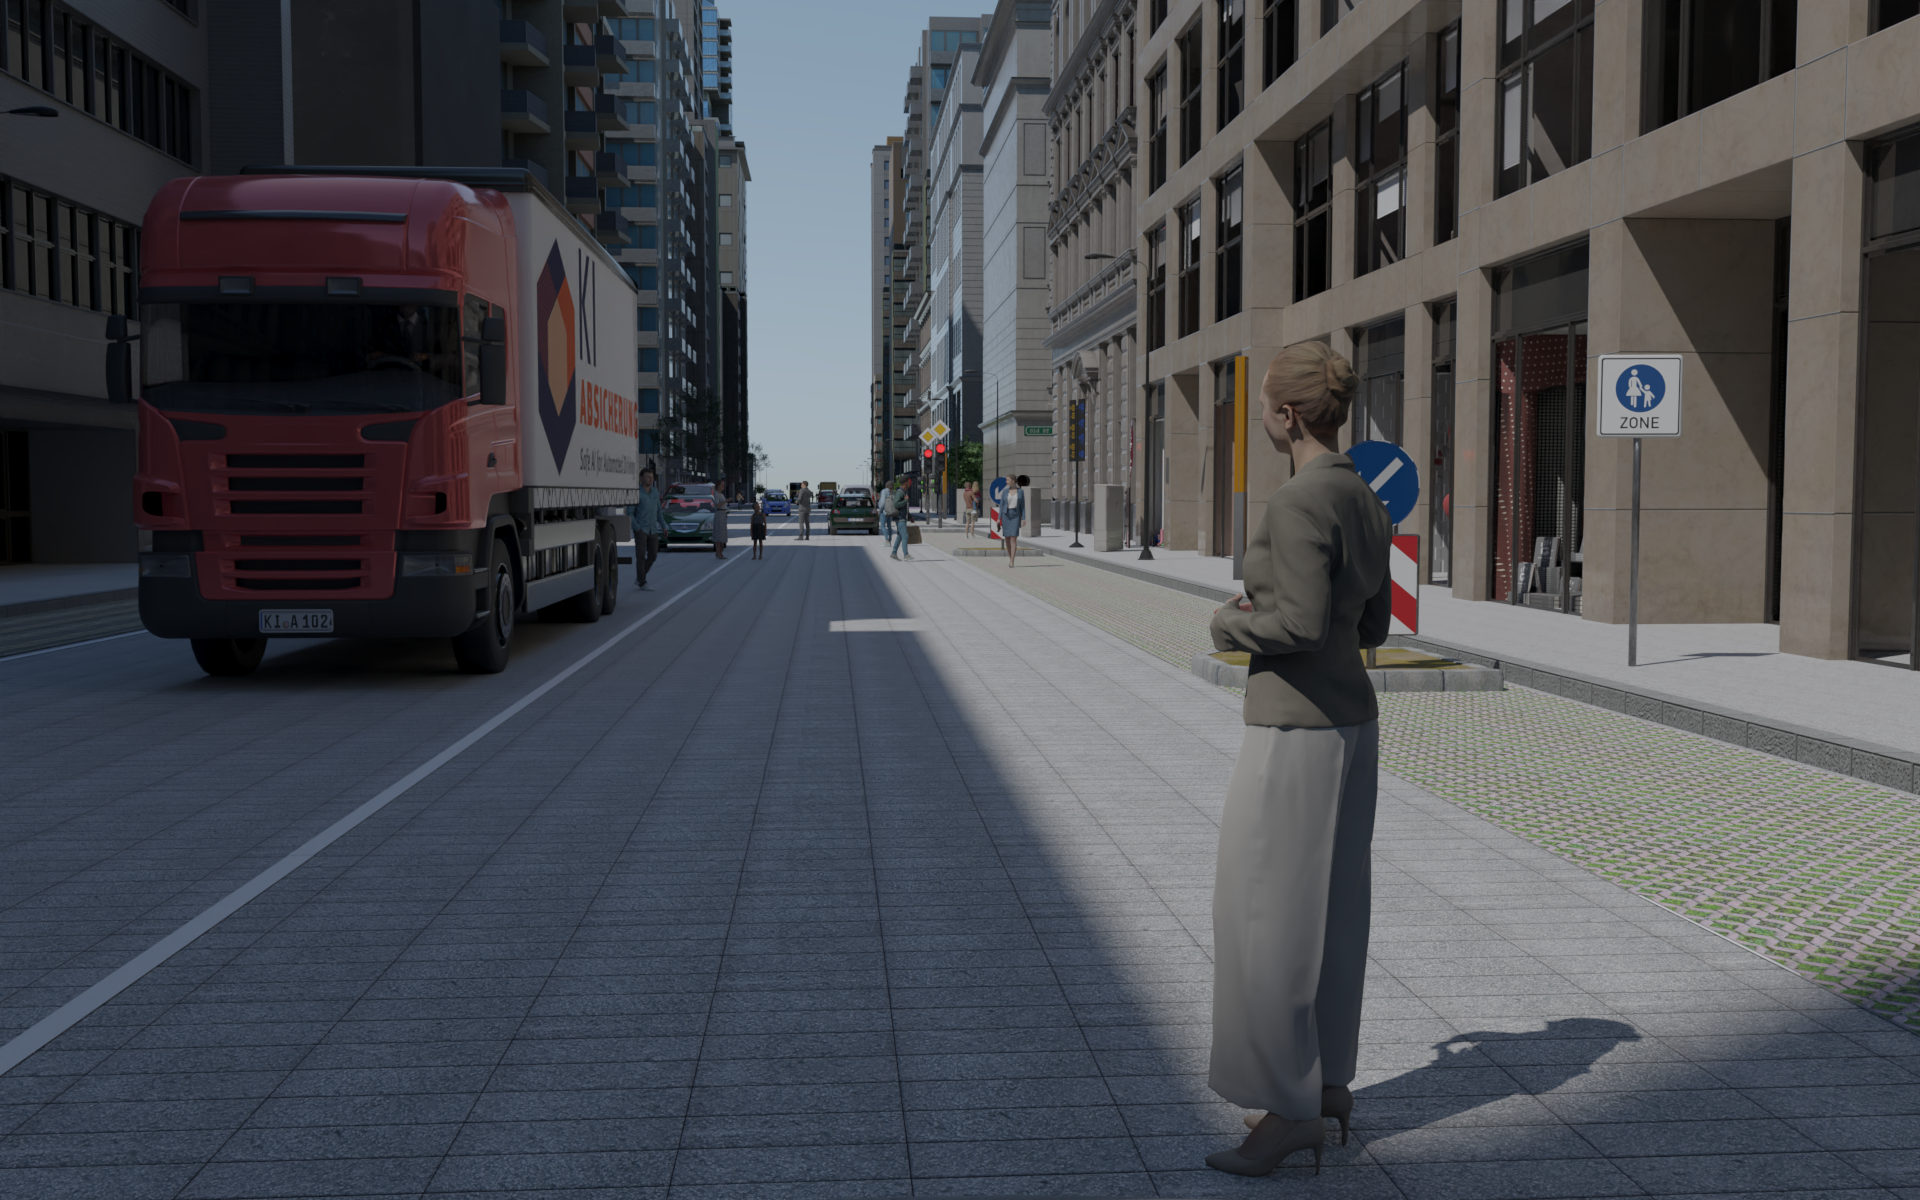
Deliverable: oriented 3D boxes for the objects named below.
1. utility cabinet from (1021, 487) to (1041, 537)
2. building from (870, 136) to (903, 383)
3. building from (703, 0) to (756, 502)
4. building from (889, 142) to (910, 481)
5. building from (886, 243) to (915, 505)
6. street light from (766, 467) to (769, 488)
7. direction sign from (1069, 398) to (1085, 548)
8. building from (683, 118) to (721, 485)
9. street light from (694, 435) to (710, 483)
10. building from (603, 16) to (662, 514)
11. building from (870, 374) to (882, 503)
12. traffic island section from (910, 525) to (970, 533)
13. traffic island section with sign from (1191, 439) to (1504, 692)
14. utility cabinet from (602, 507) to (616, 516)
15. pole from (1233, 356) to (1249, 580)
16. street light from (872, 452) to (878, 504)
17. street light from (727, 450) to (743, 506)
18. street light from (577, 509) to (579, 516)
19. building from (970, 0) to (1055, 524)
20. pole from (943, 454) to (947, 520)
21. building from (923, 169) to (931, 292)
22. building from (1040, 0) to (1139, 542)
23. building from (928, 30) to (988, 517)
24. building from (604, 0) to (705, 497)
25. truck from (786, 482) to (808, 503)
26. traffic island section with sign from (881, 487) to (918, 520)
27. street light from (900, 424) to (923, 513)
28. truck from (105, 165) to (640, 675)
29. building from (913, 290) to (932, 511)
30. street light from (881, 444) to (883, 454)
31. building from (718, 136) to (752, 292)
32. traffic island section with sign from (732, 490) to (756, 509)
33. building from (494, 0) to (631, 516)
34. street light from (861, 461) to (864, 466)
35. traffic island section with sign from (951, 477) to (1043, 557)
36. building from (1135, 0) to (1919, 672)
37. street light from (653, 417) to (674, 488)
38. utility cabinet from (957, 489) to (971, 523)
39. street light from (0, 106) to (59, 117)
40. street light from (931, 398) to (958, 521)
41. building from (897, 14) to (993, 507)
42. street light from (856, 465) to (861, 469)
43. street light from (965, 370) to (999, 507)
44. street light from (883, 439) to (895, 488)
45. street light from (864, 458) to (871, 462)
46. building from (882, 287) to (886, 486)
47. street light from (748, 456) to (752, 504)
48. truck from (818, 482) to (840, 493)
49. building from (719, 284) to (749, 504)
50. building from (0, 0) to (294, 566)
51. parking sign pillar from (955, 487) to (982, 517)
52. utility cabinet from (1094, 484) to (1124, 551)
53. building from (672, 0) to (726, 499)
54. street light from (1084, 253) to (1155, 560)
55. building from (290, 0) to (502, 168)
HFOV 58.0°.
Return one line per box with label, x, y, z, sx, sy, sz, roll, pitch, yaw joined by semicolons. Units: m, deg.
utility cabinet;2.134;-2.623;51.557;0.318;1.500;1.173;1;4;18
building;-4.397;-45.852;291.678;21.231;58.520;28.212;0;4;-4
building;-44.934;-59.509;285.635;22.319;86.520;31.000;0;4;-4
building;-1.648;-34.600;215.827;14.600;45.320;14.200;0;4;-4
building;-0.964;-26.267;201.171;14.160;30.474;14.107;0;4;-4
street light;-32.242;-19.637;293.601;1.470;5.913;1.316;0;4;-4
direction sign;2.802;-3.027;41.486;0.379;3.537;0.876;-1;4;-20
building;-32.926;-30.567;183.372;14.154;41.232;14.086;0;4;-4
street light;-20.211;-9.972;135.583;1.470;5.913;1.316;0;4;-4
building;-37.393;-26.096;118.551;32.217;40.220;23.993;0;4;-4
building;0.519;-25.661;264.596;27.650;21.520;28.899;0;4;-4
traffic island section;-0.721;-2.609;64.931;2.009;0.180;2.903;0;4;-4
traffic island section with sign;2.860;-0.290;13.363;1.989;1.847;2.006;0;4;-4
utility cabinet;-16.237;-4.217;80.110;0.306;1.237;1.020;1;4;10
pole;4.178;-1.952;25.753;0.158;3.312;0.155;0;3;0
street light;-8.923;-13.471;192.789;1.470;5.913;1.316;0;4;-4
street light;-23.554;-12.696;180.115;1.470;5.913;1.316;0;4;-4
street light;-15.475;-6.113;72.487;1.470;5.913;1.316;0;4;-4
building;23.161;-18.747;82.927;44.131;29.872;17.030;0;4;-4
pole;-0.766;-5.717;87.310;0.158;3.312;0.155;0;3;0
building;3.597;-23.560;156.909;14.160;30.474;14.107;0;4;-4
building;8.817;-13.784;54.252;11.050;23.489;19.941;0;4;-4
building;4.358;-20.500;112.674;11.434;29.767;29.804;0;4;-4
building;-36.330;-33.065;160.227;23.786;49.044;30.456;0;4;-4
truck;-26.786;-17.722;285.669;3.469;3.379;9.791;0;4;-4
traffic island section with sign;-3.368;-5.315;95.531;1.989;1.847;2.006;0;4;-4
street light;-3.128;-8.753;115.650;1.470;5.913;1.316;0;4;-4
truck;-5.052;-1.726;17.141;2.839;4.237;11.283;0;4;-4
building;1.966;-16.725;138.075;10.561;19.102;19.286;0;4;-4
street light;-6.652;-11.519;160.882;1.470;5.913;1.316;0;4;-4
building;-45.716;-40.862;257.330;28.713;52.752;27.495;0;4;-4
traffic island section with sign;-21.424;-9.911;170.673;1.989;1.847;2.006;0;4;-4
building;-28.184;-26.301;84.644;22.147;44.769;28.867;0;4;-4
street light;-12.892;-16.590;243.779;1.470;5.913;1.316;0;4;-4
traffic island section with sign;0.824;-1.935;40.272;1.989;1.847;2.006;0;4;-4
building;15.264;-13.577;26.505;19.350;26.468;34.151;0;4;-4
street light;-17.863;-8.041;104.015;1.470;5.913;1.316;0;4;-4
utility cabinet;0.223;-4.046;74.830;0.318;1.500;1.173;-1;4;-21
street light;-11.479;-2.954;20.836;1.470;5.913;1.316;0;4;-4
street light;-0.697;-6.810;83.883;1.470;5.913;1.316;0;4;-4
building;5.627;-34.201;178.799;23.786;49.044;30.456;0;4;-4
street light;-17.713;-20.460;307.061;1.470;5.913;1.316;0;4;-4
street light;0.865;-5.650;64.924;1.470;5.913;1.316;0;4;-4
street light;-5.575;-10.678;147.130;1.470;5.913;1.316;0;4;-4
street light;-11.320;-15.390;224.162;1.470;5.913;1.316;0;4;-4
building;-3.923;-28.749;241.742;14.160;30.474;14.107;0;4;-4
street light;-26.051;-14.614;211.480;1.470;5.913;1.316;0;4;-4
truck;-20.349;-16.613;267.548;3.469;3.379;9.791;0;4;-3
building;-36.407;-28.473;237.231;14.160;30.474;14.107;0;4;-4
building;-20.329;-12.455;22.711;14.314;24.678;30.058;0;4;-4
parking sign pillar;0.473;-6.587;96.167;1.447;3.967;1.447;-2;4;-34
utility cabinet;3.348;-1.842;38.795;0.318;1.500;1.173;2;4;24
building;-37.827;-46.557;199.452;20.563;71.187;20.611;0;4;-4
street light;3.090;-3.731;33.538;1.470;5.913;1.316;0;4;-4
building;-23.870;-13.815;55.558;15.834;23.373;12.332;0;4;-4
